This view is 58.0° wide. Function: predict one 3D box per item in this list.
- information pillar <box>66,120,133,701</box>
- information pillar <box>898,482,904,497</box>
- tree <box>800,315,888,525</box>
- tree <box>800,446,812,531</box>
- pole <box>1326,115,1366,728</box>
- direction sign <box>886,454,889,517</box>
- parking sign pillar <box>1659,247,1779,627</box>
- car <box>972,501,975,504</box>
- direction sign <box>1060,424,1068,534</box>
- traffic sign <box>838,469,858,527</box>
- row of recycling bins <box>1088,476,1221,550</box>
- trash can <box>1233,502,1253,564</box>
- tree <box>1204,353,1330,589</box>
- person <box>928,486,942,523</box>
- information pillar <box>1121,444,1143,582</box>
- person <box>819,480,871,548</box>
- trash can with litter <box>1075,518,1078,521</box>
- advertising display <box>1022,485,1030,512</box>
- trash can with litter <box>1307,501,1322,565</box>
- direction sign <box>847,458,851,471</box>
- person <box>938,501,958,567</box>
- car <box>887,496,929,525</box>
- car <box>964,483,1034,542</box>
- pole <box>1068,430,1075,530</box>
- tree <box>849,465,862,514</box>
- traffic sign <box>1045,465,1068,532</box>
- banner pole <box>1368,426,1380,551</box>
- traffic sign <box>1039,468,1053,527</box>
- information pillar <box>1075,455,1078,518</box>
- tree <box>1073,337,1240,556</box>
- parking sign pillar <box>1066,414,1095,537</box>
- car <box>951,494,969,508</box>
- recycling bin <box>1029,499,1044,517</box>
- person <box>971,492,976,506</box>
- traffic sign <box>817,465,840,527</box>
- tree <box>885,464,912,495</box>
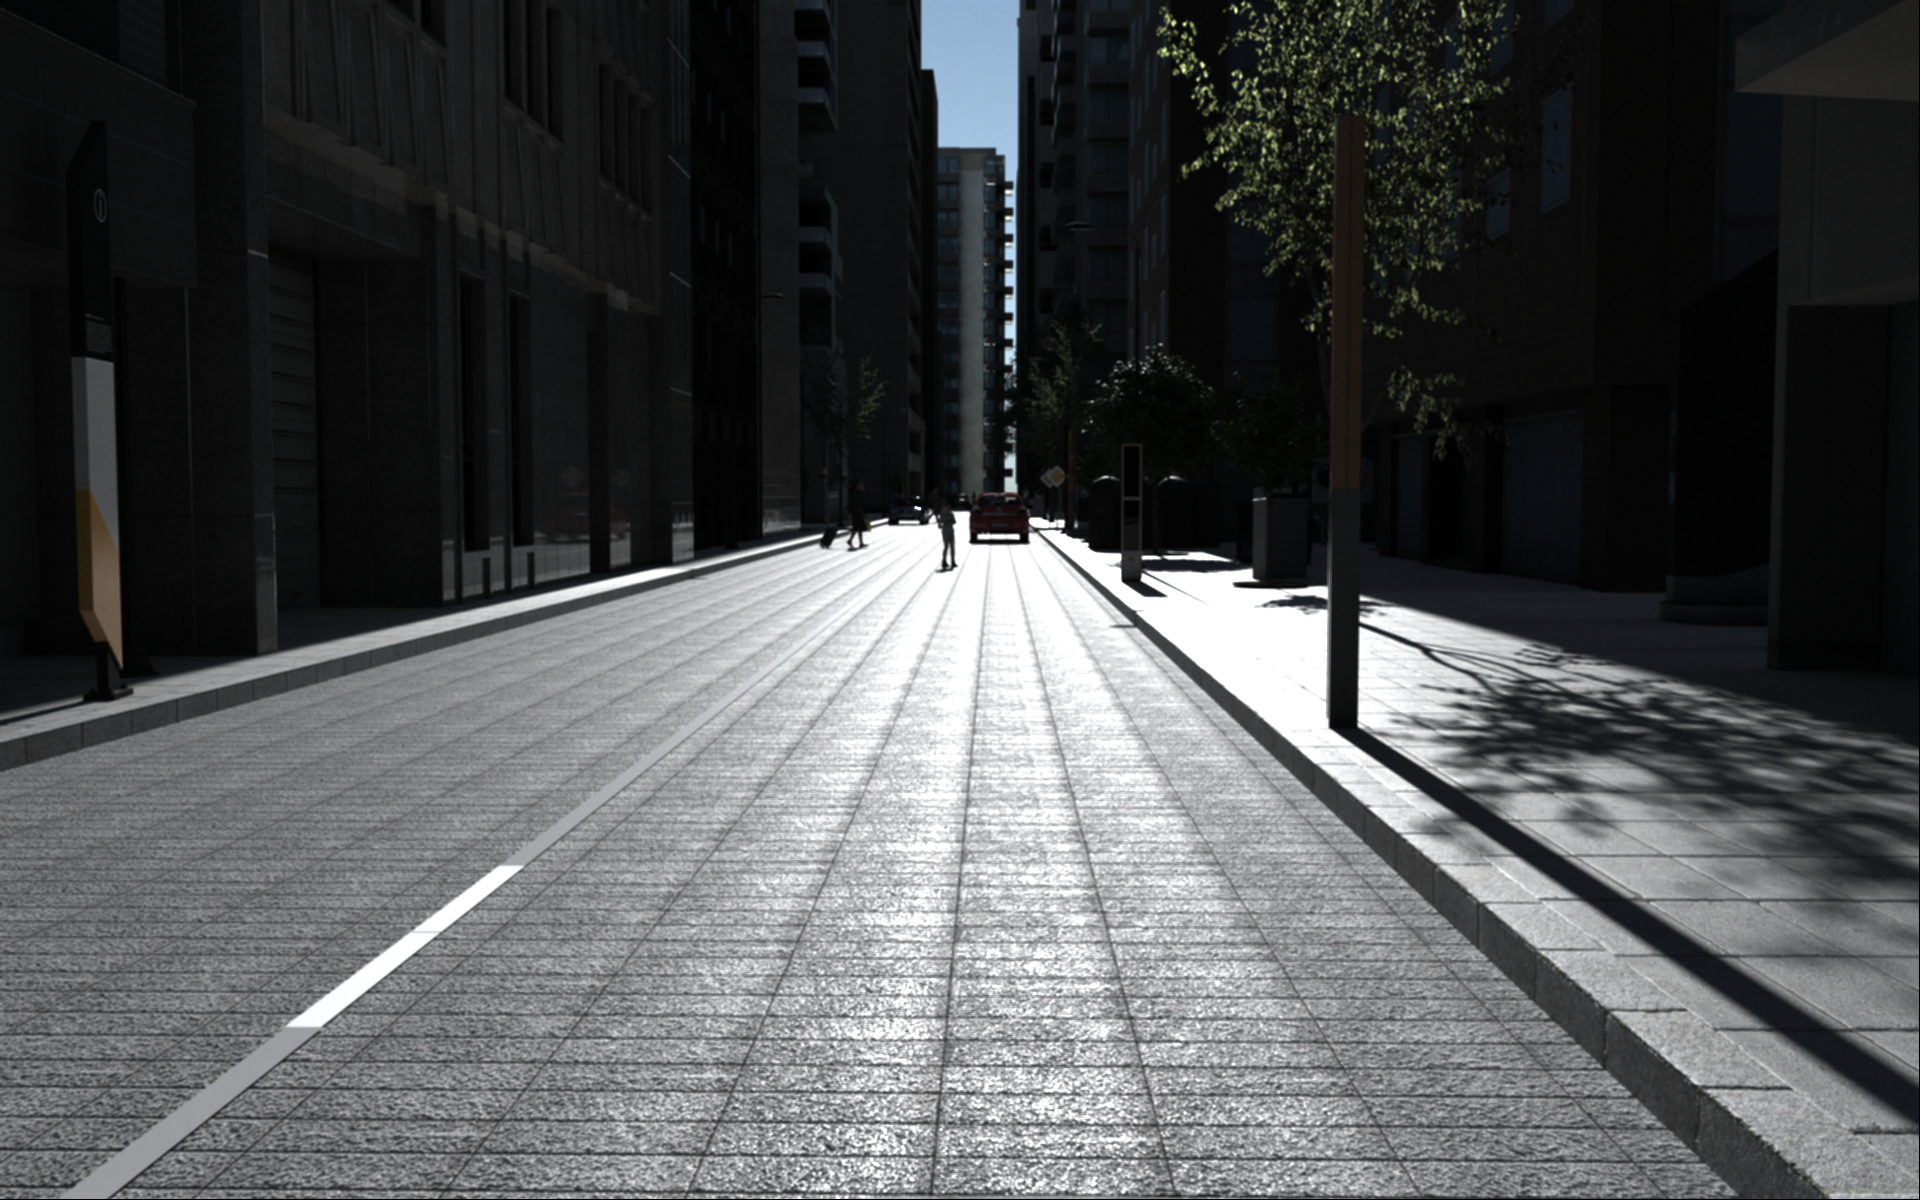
[{"bbox_3d":[-5.354,-1.185,10.722,0.183,3.616,0.504,0,4,-7],"label":"information pillar"},{"bbox_3d":[-3.529,-6.063,103.621,0.304,2.012,0.304,1,4,16],"label":"information pillar"},{"bbox_3d":[-5.346,-7.449,72.151,4.360,8.622,3.978,0,3,0],"label":"tree"},{"bbox_3d":[-5.709,-4.051,60.828,1.663,3.219,1.824,0,3,0],"label":"tree"},{"bbox_3d":[2.110,-0.956,9.472,0.158,3.312,0.155,0,3,0],"label":"pole"},{"bbox_3d":[-4.066,-6.533,98.819,0.379,3.537,0.876,0,4,-1],"label":"direction sign"},{"bbox_3d":[7.828,-1.765,17.336,1.447,3.967,1.447,1,4,12],"label":"parking sign pillar"},{"bbox_3d":[1.669,-4.938,92.534,2.131,1.459,4.920,0,4,3],"label":"car"},{"bbox_3d":[3.418,-3.917,56.040,0.379,3.537,0.876,1,4,11],"label":"direction sign"},{"bbox_3d":[-4.361,-3.903,67.458,0.795,2.450,0.064,0,4,1],"label":"traffic sign"},{"bbox_3d":[4.672,-2.075,41.043,3.534,1.692,1.069,-2,4,-28],"label":"row of recycling bins"},{"bbox_3d":[5.441,-1.254,32.152,0.748,1.137,0.748,0,3,0],"label":"trash can"},{"bbox_3d":[4.411,-1.788,23.835,1.663,3.219,1.824,0,3,0],"label":"tree"},{"bbox_3d":[-1.287,-4.798,86.912,0.822,1.834,0.622,0,4,-2],"label":"person"},{"bbox_3d":[2.518,-1.277,25.369,0.304,2.012,0.304,1,4,8],"label":"information pillar"},{"bbox_3d":[-3.061,-2.310,46.479,1.509,1.804,0.699,-2,4,-26],"label":"person"},{"bbox_3d":[6.105,-4.406,83.089,1.678,1.210,2.233,-2,4,-31],"label":"trash can with litter"},{"bbox_3d":[4.562,-6.993,119.541,0.123,1.923,0.974,-2,4,-26],"label":"advertising display"},{"bbox_3d":[5.899,-1.203,31.064,1.055,1.170,0.624,-1,4,-22],"label":"trash can with litter"},{"bbox_3d":[-7.161,-7.172,109.256,0.379,3.537,0.876,2,4,33],"label":"direction sign"},{"bbox_3d":[-0.214,-1.300,34.039,0.394,1.301,0.425,3,5,41],"label":"person"},{"bbox_3d":[-2.413,-4.232,81.769,1.945,1.354,3.894,0,4,3],"label":"car"},{"bbox_3d":[1.196,-2.696,53.119,2.155,1.783,4.494,0,4,1],"label":"car"},{"bbox_3d":[3.539,-3.741,55.007,0.158,3.312,0.155,0,3,0],"label":"pole"},{"bbox_3d":[-7.196,-7.229,112.802,1.663,3.219,1.824,0,3,0],"label":"tree"},{"bbox_3d":[3.319,-3.404,59.296,0.795,2.450,0.064,0,4,1],"label":"traffic sign"},{"bbox_3d":[9.664,-3.011,39.246,0.401,3.779,0.863,-3,4,-36],"label":"banner pole"},{"bbox_3d":[3.481,-3.892,67.279,0.795,2.450,0.064,0,4,1],"label":"traffic sign"},{"bbox_3d":[6.381,-6.145,91.827,0.504,3.616,0.183,0,4,-7],"label":"information pillar"},{"bbox_3d":[4.058,-3.226,36.462,4.285,4.588,4.351,0,3,0],"label":"tree"},{"bbox_3d":[3.929,-3.902,52.272,1.447,3.967,1.447,1,4,20],"label":"parking sign pillar"},{"bbox_3d":[0.022,-10.286,176.972,1.959,1.807,4.718,0,4,2],"label":"car"},{"bbox_3d":[4.239,-5.069,95.430,0.722,1.027,0.722,-1,4,-17],"label":"recycling bin"},{"bbox_3d":[1.610,-12.084,206.904,0.721,1.723,1.217,2,4,28],"label":"person"},{"bbox_3d":[-4.523,-3.415,59.474,0.795,2.450,0.064,0,4,1],"label":"traffic sign"},{"bbox_3d":[-4.080,-7.196,112.249,1.663,3.219,1.824,0,3,0],"label":"tree"}]
